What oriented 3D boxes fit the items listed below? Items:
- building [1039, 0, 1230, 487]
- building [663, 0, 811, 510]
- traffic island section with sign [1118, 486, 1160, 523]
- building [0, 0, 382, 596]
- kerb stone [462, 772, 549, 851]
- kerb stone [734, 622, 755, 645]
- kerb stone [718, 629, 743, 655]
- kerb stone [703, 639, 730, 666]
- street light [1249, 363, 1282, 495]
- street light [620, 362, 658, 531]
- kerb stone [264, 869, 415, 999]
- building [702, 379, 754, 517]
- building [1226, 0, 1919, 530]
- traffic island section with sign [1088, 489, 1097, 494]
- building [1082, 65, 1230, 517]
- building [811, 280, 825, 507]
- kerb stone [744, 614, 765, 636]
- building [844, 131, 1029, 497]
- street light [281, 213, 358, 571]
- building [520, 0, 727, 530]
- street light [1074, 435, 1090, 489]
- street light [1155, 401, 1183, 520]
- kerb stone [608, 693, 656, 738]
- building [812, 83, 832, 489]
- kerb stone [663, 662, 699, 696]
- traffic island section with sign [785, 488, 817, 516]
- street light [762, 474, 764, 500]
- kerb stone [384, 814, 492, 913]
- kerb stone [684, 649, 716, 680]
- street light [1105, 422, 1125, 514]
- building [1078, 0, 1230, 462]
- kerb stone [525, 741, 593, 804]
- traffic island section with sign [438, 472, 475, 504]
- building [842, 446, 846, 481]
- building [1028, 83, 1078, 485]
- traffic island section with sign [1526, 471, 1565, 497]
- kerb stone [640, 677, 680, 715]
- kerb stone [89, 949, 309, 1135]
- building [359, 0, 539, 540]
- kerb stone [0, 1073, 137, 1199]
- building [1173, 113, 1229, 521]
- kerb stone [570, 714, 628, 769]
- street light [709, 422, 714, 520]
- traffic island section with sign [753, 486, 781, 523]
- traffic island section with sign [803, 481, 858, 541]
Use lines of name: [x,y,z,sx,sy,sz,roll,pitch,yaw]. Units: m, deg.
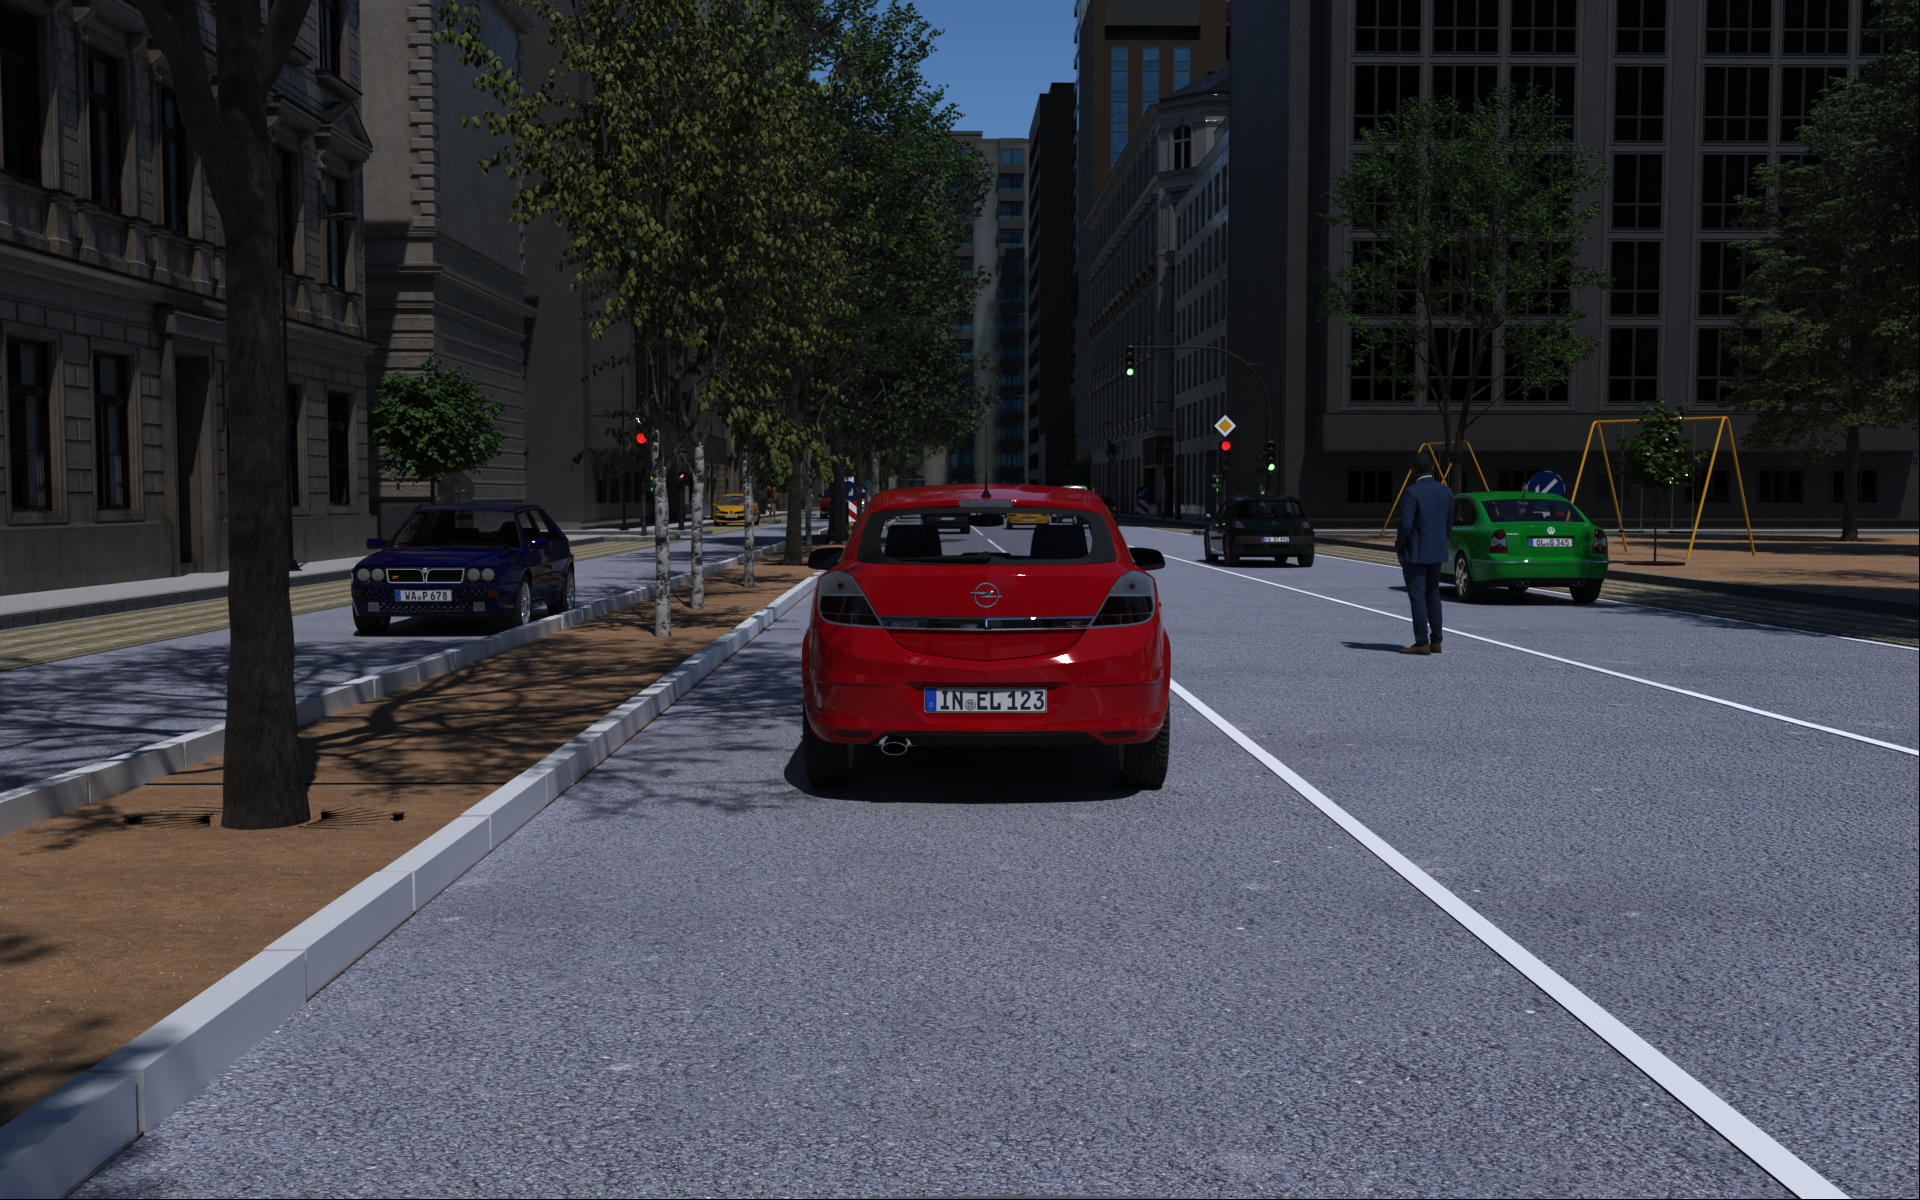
building: [20.140,-52.655,173.576,22.319,86.520,31.000,0,4,-1]
building: [-24.442,-37.159,149.548,21.231,58.520,28.212,0,4,-1]
traffic island section with sign: [8.958,-4.790,86.951,1.989,1.847,2.006,0,4,-1]
building: [-16.856,-9.925,26.893,10.561,19.102,19.286,0,4,-1]
kerb stone: [-1.946,0.903,7.431,0.120,0.150,1.000,0,4,-1]
kerb stone: [-2.105,0.343,16.646,0.120,0.150,1.000,0,4,-1]
kerb stone: [-2.095,0.402,15.624,0.120,0.150,1.000,0,4,-1]
kerb stone: [-2.081,0.468,14.601,0.120,0.150,1.000,0,4,-1]
street light: [10.857,-5.447,61.605,1.470,5.913,1.316,0,4,-1]
street light: [-11.298,-5.404,60.896,1.470,5.913,1.316,0,4,-1]
kerb stone: [-1.912,1.028,5.385,0.120,0.150,1.000,0,4,-1]
building: [-19.810,-17.688,108.275,14.460,24.649,34.723,0,4,-1]
building: [23.465,-16.738,67.176,24.014,27.812,14.314,0,4,-1]
traffic island section with sign: [8.506,-6.439,113.903,1.989,1.847,2.006,0,4,-1]
building: [18.455,-20.681,114.541,17.030,29.872,44.131,0,4,-1]
building: [-20.875,-24.458,171.588,14.160,30.474,14.107,0,4,-1]
kerb stone: [-2.123,0.277,17.676,0.120,0.150,1.000,0,4,-1]
building: [-0.081,-37.402,231.123,30.456,49.044,23.786,0,4,-1]
street light: [-10.650,-3.438,28.761,1.470,5.913,1.316,0,4,-1]
building: [-19.021,-15.675,75.361,14.314,24.678,30.058,0,4,-1]
street light: [9.641,-9.989,135.858,1.470,5.913,1.316,0,4,-1]
street light: [10.417,-6.961,86.355,1.470,5.913,1.316,0,4,-1]
kerb stone: [-2.003,0.715,10.513,0.120,0.150,1.000,0,4,-1]
building: [-25.247,-35.338,201.475,21.600,48.544,21.300,0,4,-1]
kerb stone: [-2.038,0.594,12.557,0.120,0.150,1.000,0,4,-1]
traffic island section with sign: [-10.415,-6.405,113.342,1.989,1.847,2.006,0,4,-1]
street light: [-12.119,-8.486,111.294,1.470,5.913,1.316,0,4,-1]
kerb stone: [-1.928,0.970,6.410,0.120,0.150,1.000,0,4,-1]
kerb stone: [-2.058,0.527,13.579,0.120,0.150,1.000,0,4,-1]
street light: [9.957,-8.475,111.105,1.470,5.913,1.316,0,4,-1]
building: [17.907,-30.711,152.235,14.600,45.320,14.200,0,4,-1]
kerb stone: [-1.967,0.846,8.462,0.120,0.150,1.000,0,4,-1]
traffic island section with sign: [-9.012,-1.348,30.676,1.989,1.847,2.006,0,4,-1]
building: [-27.786,-33.239,235.344,23.993,40.220,32.217,0,4,-1]
building: [19.209,-35.324,201.253,21.300,48.544,21.600,0,4,-1]
traffic island section with sign: [9.923,-1.336,30.472,1.989,1.847,2.006,0,4,-1]
kerb stone: [-2.018,0.657,11.535,0.120,0.150,1.000,0,4,-1]
kerb stone: [-1.889,1.091,4.363,0.120,0.150,1.000,0,4,-1]
building: [-22.213,-13.327,46.781,19.941,23.489,11.050,0,4,-1]
kerb stone: [-1.878,1.153,3.341,0.120,0.150,1.000,0,4,-1]
building: [16.719,-13.999,83.636,10.420,20.320,16.860,0,4,-1]
kerb stone: [-1.978,0.778,9.483,0.120,0.150,1.000,0,4,-1]
street light: [-11.734,-6.918,85.646,1.470,5.913,1.316,0,4,-1]
traffic island section with sign: [-9.963,-4.756,86.390,1.989,1.847,2.006,0,4,-1]
traffic island section with sign: [-3.780,-2.774,53.488,2.006,1.907,1.989,0,4,-1]
